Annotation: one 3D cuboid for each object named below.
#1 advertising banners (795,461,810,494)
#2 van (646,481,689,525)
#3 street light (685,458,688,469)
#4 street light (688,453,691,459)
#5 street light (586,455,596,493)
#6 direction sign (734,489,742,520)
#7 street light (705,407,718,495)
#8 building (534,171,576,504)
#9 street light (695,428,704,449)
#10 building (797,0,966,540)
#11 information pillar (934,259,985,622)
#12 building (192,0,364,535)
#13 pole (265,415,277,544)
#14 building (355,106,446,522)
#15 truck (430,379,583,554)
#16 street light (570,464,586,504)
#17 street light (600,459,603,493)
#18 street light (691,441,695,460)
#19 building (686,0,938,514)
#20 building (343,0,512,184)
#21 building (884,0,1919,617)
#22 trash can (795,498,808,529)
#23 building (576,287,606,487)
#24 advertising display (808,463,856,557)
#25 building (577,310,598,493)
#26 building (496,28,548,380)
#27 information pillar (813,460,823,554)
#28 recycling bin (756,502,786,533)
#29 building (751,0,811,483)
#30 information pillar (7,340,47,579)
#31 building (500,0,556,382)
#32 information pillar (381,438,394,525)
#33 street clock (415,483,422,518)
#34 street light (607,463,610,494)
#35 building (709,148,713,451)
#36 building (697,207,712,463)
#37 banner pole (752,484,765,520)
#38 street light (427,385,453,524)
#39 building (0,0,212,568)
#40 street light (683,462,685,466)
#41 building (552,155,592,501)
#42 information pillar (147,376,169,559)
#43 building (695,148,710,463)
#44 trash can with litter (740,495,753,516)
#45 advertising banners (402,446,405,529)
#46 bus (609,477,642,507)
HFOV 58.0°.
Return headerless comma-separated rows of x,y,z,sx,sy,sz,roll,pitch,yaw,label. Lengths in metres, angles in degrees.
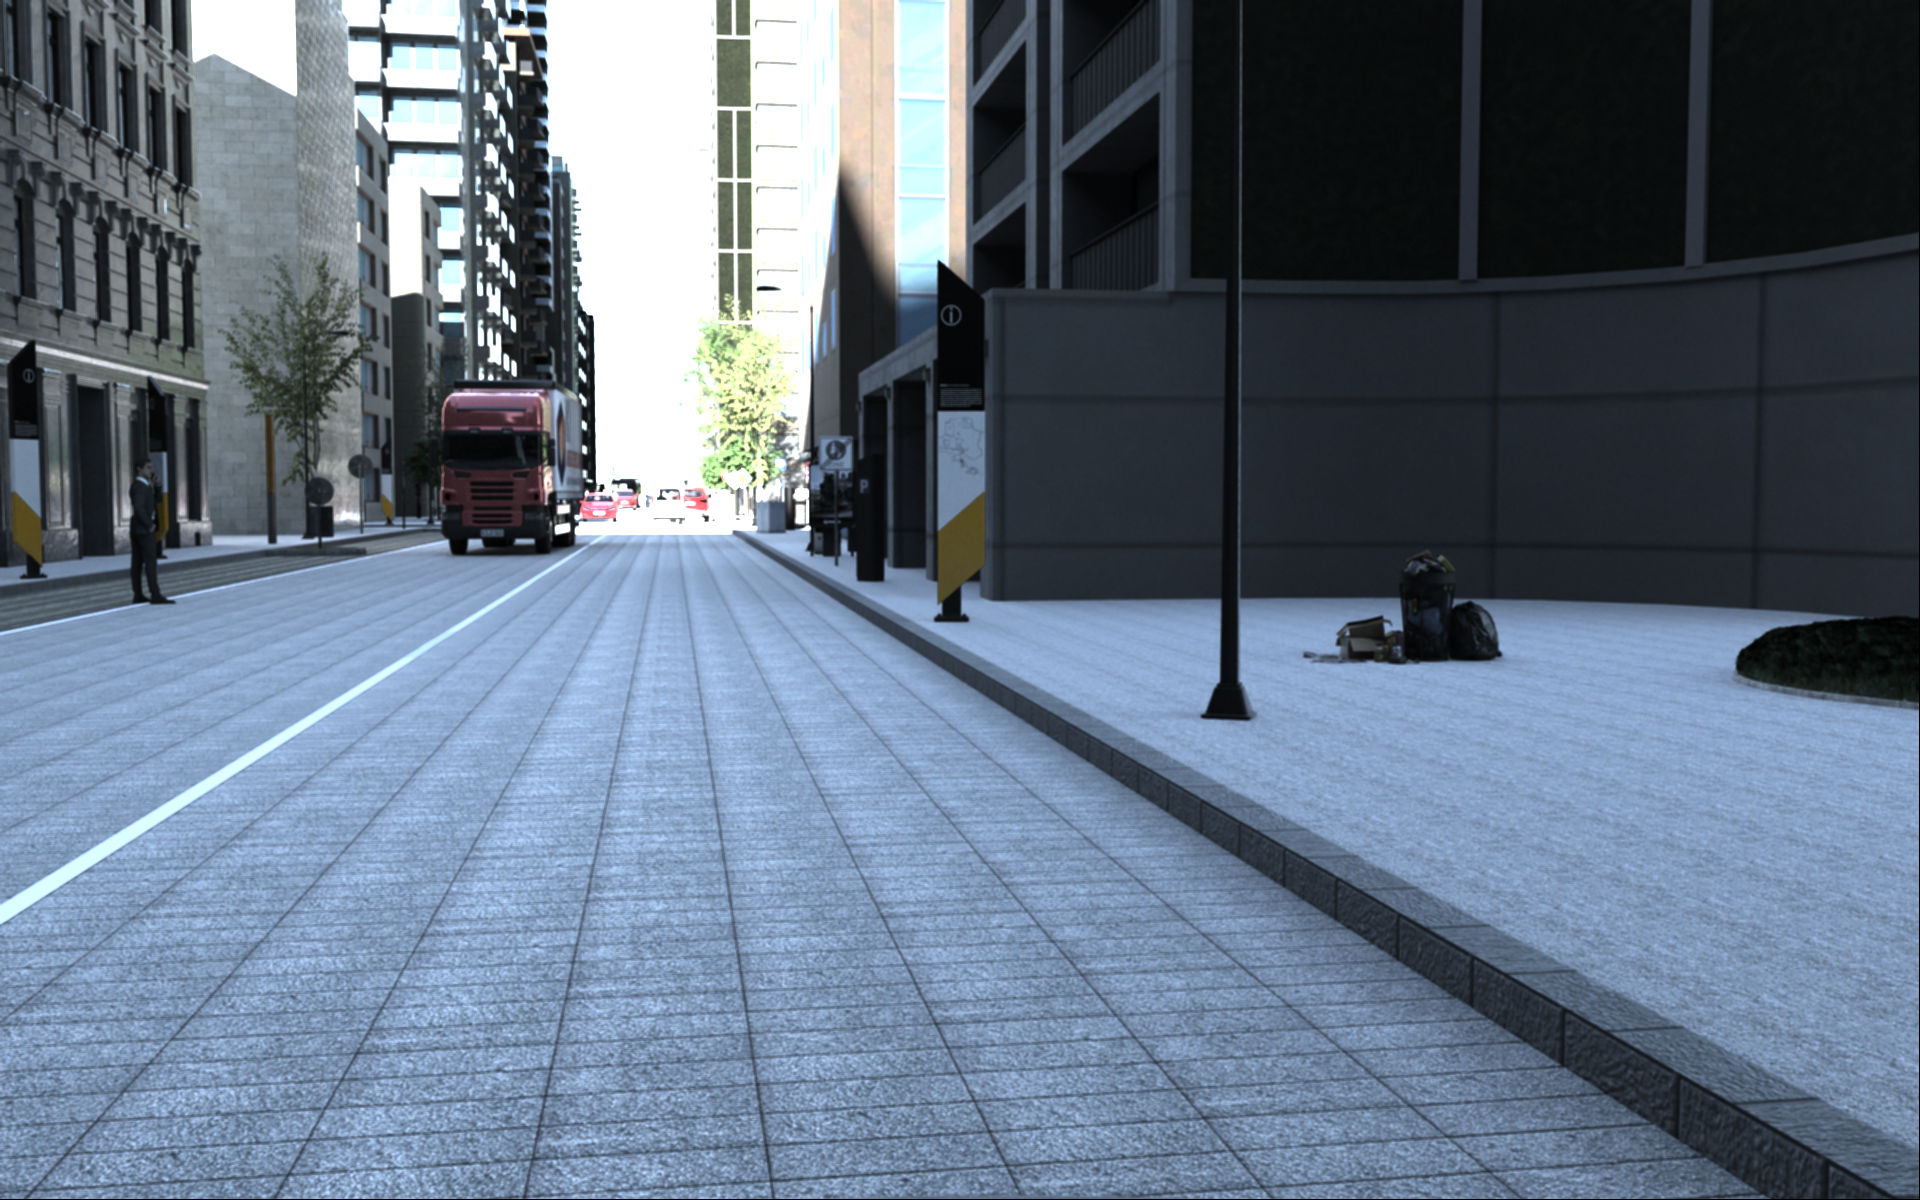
-8.483,-5.849,91.811,0.090,3.025,2.074,2,4,33,advertising banners
-13.749,-4.553,81.453,2.013,2.044,4.112,-1,4,-11,van
-29.900,-13.608,195.037,1.470,5.913,1.316,-1,4,-9,street light
-25.144,-11.868,166.574,1.470,5.913,1.316,-1,4,-9,street light
-44.010,-14.284,206.076,1.470,5.913,1.316,-1,4,-9,street light
-10.945,-5.706,85.290,0.379,3.537,0.876,-2,4,-35,direction sign
-12.737,-7.334,92.445,1.470,5.913,1.316,-1,4,-9,street light
-54.898,-32.353,212.565,14.154,41.232,14.086,-1,4,-9,building
-17.616,-9.094,121.229,1.470,5.913,1.316,-1,4,-9,street light
2.520,-24.573,51.888,14.600,45.320,14.200,-1,4,-9,building
-0.002,-1.589,17.340,0.504,3.616,0.183,0,4,3,information pillar
-29.739,-12.411,57.674,16.860,20.320,10.420,-1,4,-9,building
-17.754,-3.106,44.629,0.158,3.312,0.155,0,3,0,pole
-42.824,-14.950,89.466,27.650,21.520,28.899,-1,4,-9,building
-11.463,-3.419,44.810,2.839,4.237,11.283,0,4,-8,truck
-39.407,-12.541,177.587,1.470,5.913,1.316,-1,4,-9,street light
-48.453,-15.849,231.673,1.470,5.913,1.316,-1,4,-9,street light
-22.312,-10.841,149.795,1.470,5.913,1.316,-1,4,-9,street light
-11.683,-42.812,138.234,20.563,71.187,20.611,-1,4,-9,building
-44.758,-30.998,126.430,23.786,49.044,30.456,-1,4,-9,building
9.700,-35.869,24.710,20.563,71.187,20.611,-1,4,-9,building
-5.996,-3.231,64.485,0.748,1.137,0.748,0,3,0,trash can
-74.885,-36.203,283.806,32.217,40.220,23.993,-1,4,-9,building
-2.637,-1.859,35.615,0.974,1.923,0.123,1,4,9,advertising display
-63.454,-30.277,266.730,14.160,30.474,14.107,-1,4,-9,building
-49.995,-30.894,159.743,22.147,44.769,28.867,-1,4,-9,building
-2.930,-1.988,37.001,0.304,2.012,0.304,2,4,24,information pillar
-6.255,-2.737,57.297,0.722,1.027,0.722,-3,5,-43,recycling bin
-6.727,-26.344,114.323,14.154,41.232,14.086,-1,4,-9,building
-14.125,-2.130,26.178,0.183,3.616,0.504,1,4,16,information pillar
-54.604,-53.536,187.992,22.319,86.520,31.000,-1,4,-9,building
-24.073,-4.979,72.768,0.504,3.616,0.183,2,4,24,information pillar
-28.517,-5.300,91.225,0.358,2.002,0.471,-2,4,-30,street clock
-53.189,-17.590,260.139,1.470,5.913,1.316,-1,4,-9,street light
-19.849,-36.112,214.133,21.300,48.544,21.600,-1,4,-9,building
-30.648,-34.599,249.287,14.154,41.232,14.086,-1,4,-9,building
-9.915,-5.833,85.379,0.863,3.779,0.401,-3,5,-43,banner pole
-21.968,-6.177,73.541,1.470,5.913,1.316,-1,4,-9,street light
-22.036,-11.279,33.556,9.793,20.994,18.267,-1,4,-9,building
-34.877,-15.404,224.398,1.470,5.913,1.316,-1,4,-9,street light
-64.463,-38.155,243.448,23.786,49.044,30.456,-1,4,-9,building
-15.851,-2.622,34.228,0.504,3.616,0.183,2,4,35,information pillar
-34.148,-46.025,294.505,21.231,58.520,28.212,-1,4,-9,building
-12.761,-5.693,104.146,1.678,1.210,2.233,-3,4,-39,trash can with litter
-20.364,-4.109,63.369,0.090,3.025,2.074,-1,4,-20,advertising banners
-35.945,-11.748,186.933,2.948,3.499,13.247,0,4,-8,bus
